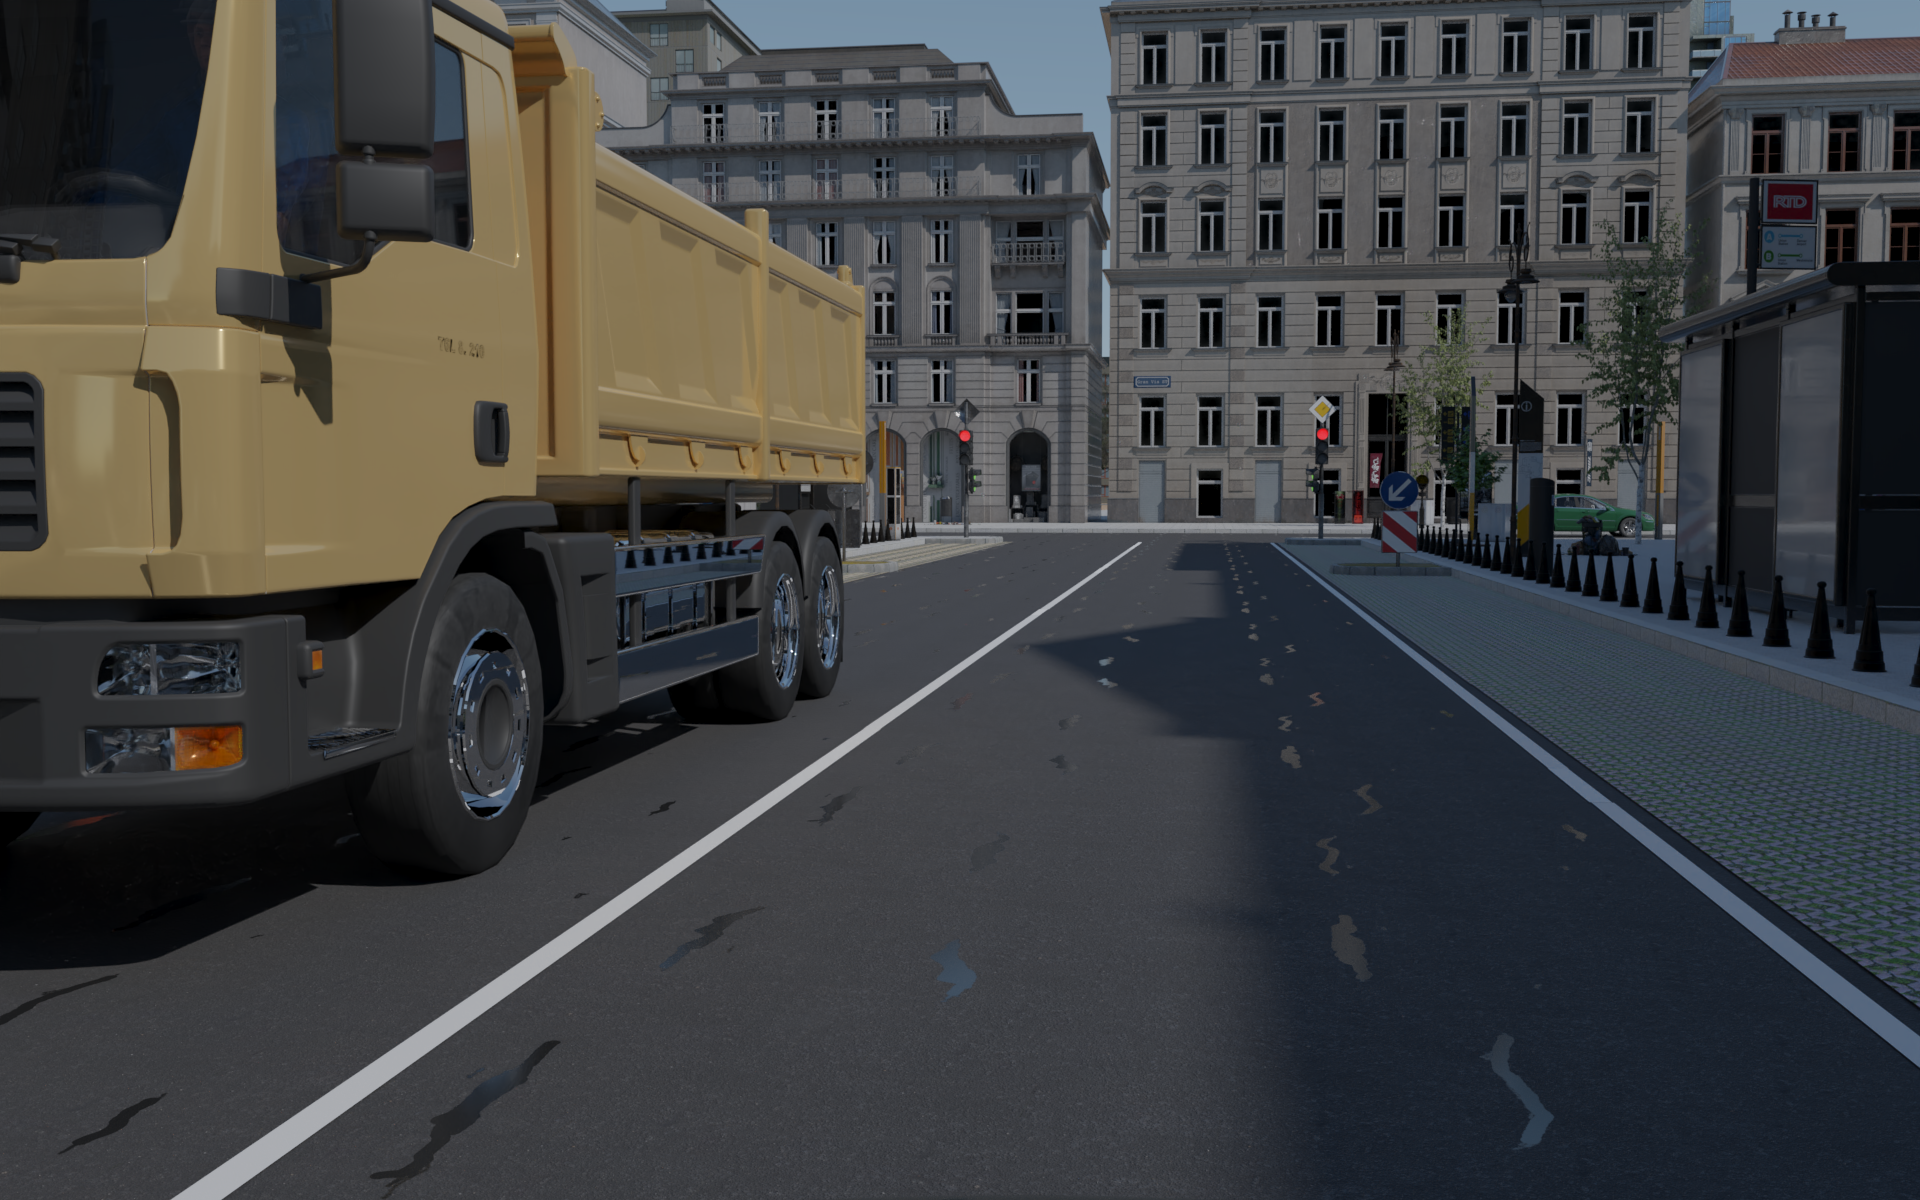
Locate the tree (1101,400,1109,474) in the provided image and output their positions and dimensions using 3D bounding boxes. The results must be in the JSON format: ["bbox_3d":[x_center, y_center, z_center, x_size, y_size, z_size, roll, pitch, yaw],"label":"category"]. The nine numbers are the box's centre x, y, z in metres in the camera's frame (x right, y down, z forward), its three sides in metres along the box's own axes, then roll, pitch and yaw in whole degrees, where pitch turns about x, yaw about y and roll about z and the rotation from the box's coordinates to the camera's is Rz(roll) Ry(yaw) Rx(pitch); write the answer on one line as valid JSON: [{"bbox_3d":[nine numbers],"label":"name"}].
[{"bbox_3d":[18.746,-18.216,205.262,7.806,13.903,7.818,0,3,0],"label":"tree"}]

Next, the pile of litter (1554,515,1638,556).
[{"bbox_3d":[13.310,-1.372,36.402,1.176,0.858,1.719,-3,5,-39],"label":"pile of litter"}]

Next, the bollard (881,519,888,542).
[{"bbox_3d":[-2.111,-1.845,46.210,0.229,0.601,0.229,0,3,0],"label":"bollard"}]

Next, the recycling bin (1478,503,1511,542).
[{"bbox_3d":[14.397,-2.085,46.639,0.722,1.027,0.722,2,4,32],"label":"recycling bin"}]

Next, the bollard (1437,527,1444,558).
[{"bbox_3d":[9.829,-1.158,34.973,0.229,0.601,0.229,0,3,0],"label":"bollard"}]

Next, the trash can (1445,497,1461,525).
[{"bbox_3d":[20.802,-3.750,72.960,0.748,1.137,0.748,0,3,0],"label":"trash can"}]

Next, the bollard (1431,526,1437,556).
[{"bbox_3d":[9.974,-1.221,35.999,0.229,0.601,0.229,0,3,0],"label":"bollard"}]

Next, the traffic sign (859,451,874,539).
[{"bbox_3d":[-2.832,-3.010,49.315,0.768,2.556,0.104,1,4,15],"label":"traffic sign"}]

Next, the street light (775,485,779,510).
[{"bbox_3d":[-3.907,-3.919,36.864,0.468,5.910,1.993,1,4,8],"label":"street light"}]

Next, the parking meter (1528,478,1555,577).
[{"bbox_3d":[9.043,-1.133,26.931,0.372,1.533,0.369,0,3,0],"label":"parking meter"}]

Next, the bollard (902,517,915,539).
[{"bbox_3d":[-1.524,-2.095,50.289,0.229,0.601,0.229,0,3,0],"label":"bollard"}]

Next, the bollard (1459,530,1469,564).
[{"bbox_3d":[9.383,-0.971,31.911,0.229,0.601,0.229,0,3,0],"label":"bollard"}]

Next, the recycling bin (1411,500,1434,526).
[{"bbox_3d":[18.945,-3.574,70.982,0.722,1.027,0.722,3,5,39],"label":"recycling bin"}]

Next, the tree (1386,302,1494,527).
[{"bbox_3d":[18.653,-7.129,66.926,4.737,8.622,4.395,0,3,0],"label":"tree"}]

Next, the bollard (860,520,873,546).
[{"bbox_3d":[-2.407,-1.721,44.173,0.229,0.601,0.229,0,3,0],"label":"bollard"}]

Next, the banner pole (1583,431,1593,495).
[{"bbox_3d":[24.961,-4.826,68.926,0.863,3.779,0.401,-3,5,-45],"label":"banner pole"}]

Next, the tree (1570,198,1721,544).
[{"bbox_3d":[17.508,-5.740,44.219,4.737,8.622,4.395,0,3,0],"label":"tree"}]

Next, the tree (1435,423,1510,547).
[{"bbox_3d":[12.523,-2.925,42.426,1.663,3.219,1.824,0,3,0],"label":"tree"}]

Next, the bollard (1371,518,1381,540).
[{"bbox_3d":[12.029,-2.092,50.249,0.229,0.601,0.229,0,3,0],"label":"bollard"}]

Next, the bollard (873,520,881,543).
[{"bbox_3d":[-2.257,-1.783,45.194,0.229,0.601,0.229,0,3,0],"label":"bollard"}]

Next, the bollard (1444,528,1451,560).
[{"bbox_3d":[9.679,-1.095,33.950,0.229,0.601,0.229,0,3,0],"label":"bollard"}]

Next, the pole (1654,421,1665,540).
[{"bbox_3d":[19.698,-3.358,48.750,0.158,3.312,0.155,0,3,0],"label":"pole"}]

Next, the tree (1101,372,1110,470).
[{"bbox_3d":[15.262,-16.035,172.542,12.009,13.543,11.850,0,3,0],"label":"tree"}]

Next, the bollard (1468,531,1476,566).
[{"bbox_3d":[9.239,-0.908,30.894,0.229,0.601,0.229,0,3,0],"label":"bollard"}]

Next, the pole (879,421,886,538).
[{"bbox_3d":[-2.161,-3.340,48.444,0.158,3.312,0.155,0,3,0],"label":"pole"}]

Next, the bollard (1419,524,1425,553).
[{"bbox_3d":[10.267,-1.345,38.038,0.229,0.601,0.229,0,3,0],"label":"bollard"}]

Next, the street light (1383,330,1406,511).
[{"bbox_3d":[12.219,-4.651,48.838,0.468,5.910,1.993,1,4,8],"label":"street light"}]

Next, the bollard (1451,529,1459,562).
[{"bbox_3d":[9.528,-1.033,32.927,0.229,0.601,0.229,0,3,0],"label":"bollard"}]

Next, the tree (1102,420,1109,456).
[{"bbox_3d":[10.515,-12.019,146.880,4.360,8.622,3.978,0,3,0],"label":"tree"}]

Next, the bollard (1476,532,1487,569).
[{"bbox_3d":[9.090,-0.846,29.873,0.229,0.601,0.229,0,3,0],"label":"bollard"}]

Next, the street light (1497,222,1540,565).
[{"bbox_3d":[9.534,-3.481,29.705,0.468,5.910,1.993,1,4,8],"label":"street light"}]

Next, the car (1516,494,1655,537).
[{"bbox_3d":[20.918,-2.856,58.493,4.920,1.459,2.131,0,4,7],"label":"car"}]

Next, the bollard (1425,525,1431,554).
[{"bbox_3d":[10.122,-1.283,37.015,0.229,0.601,0.229,0,3,0],"label":"bollard"}]

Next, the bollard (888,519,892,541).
[{"bbox_3d":[-1.965,-1.907,47.226,0.229,0.601,0.229,0,3,0],"label":"bollard"}]

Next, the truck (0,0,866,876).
[{"bbox_3d":[-2.674,-0.786,8.771,3.469,3.379,9.791,1,4,8],"label":"truck"}]

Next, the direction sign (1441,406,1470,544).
[{"bbox_3d":[12.877,-3.233,44.854,0.876,3.537,0.379,0,4,-6],"label":"direction sign"}]

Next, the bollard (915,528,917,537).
[{"bbox_3d":[-1.377,-2.157,51.305,0.229,0.601,0.229,0,3,0],"label":"bollard"}]

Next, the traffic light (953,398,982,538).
[{"bbox_3d":[0.202,-3.792,50.915,0.839,4.253,0.868,1,4,8],"label":"traffic light"}]

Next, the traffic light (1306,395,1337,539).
[{"bbox_3d":[10.312,-3.704,49.479,0.839,4.253,0.868,1,4,8],"label":"traffic light"}]
